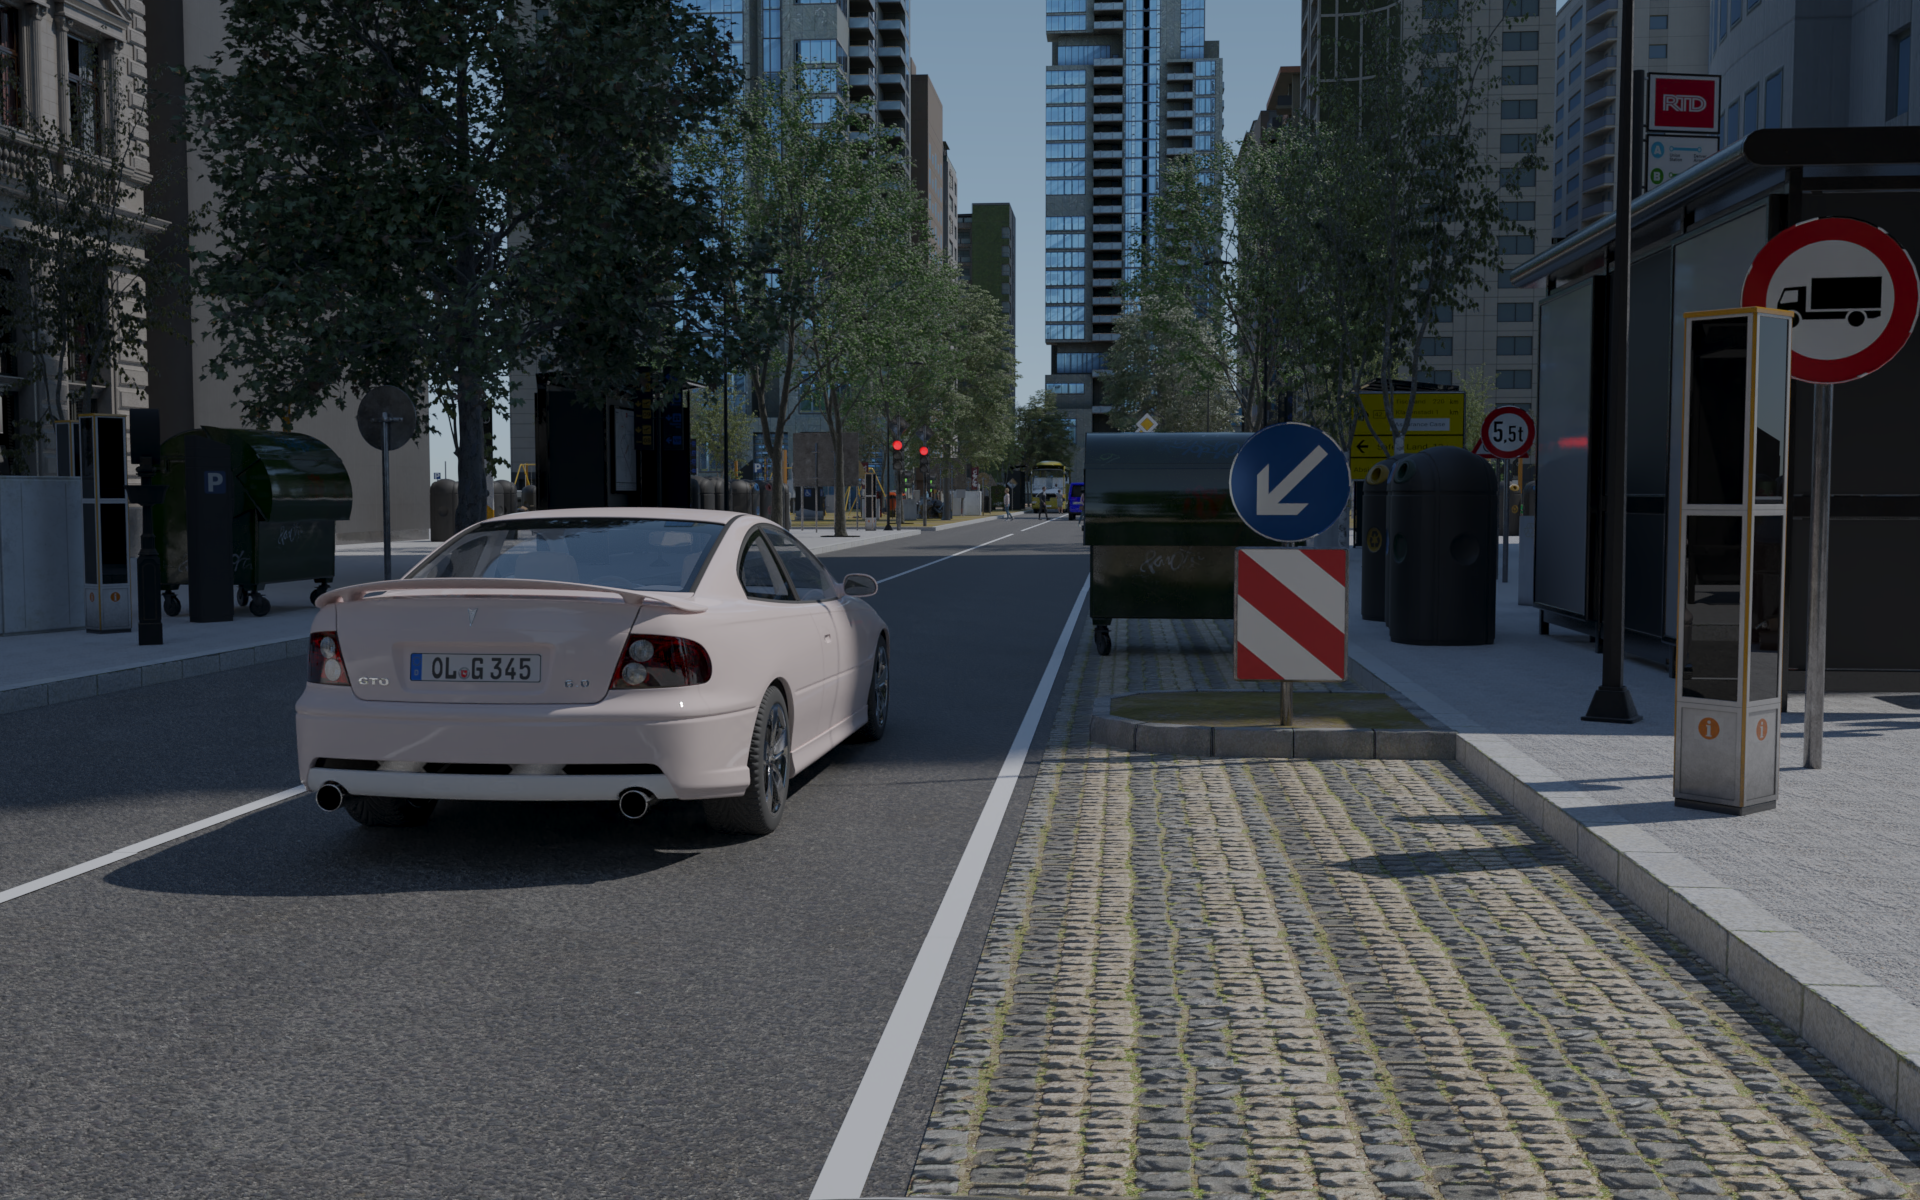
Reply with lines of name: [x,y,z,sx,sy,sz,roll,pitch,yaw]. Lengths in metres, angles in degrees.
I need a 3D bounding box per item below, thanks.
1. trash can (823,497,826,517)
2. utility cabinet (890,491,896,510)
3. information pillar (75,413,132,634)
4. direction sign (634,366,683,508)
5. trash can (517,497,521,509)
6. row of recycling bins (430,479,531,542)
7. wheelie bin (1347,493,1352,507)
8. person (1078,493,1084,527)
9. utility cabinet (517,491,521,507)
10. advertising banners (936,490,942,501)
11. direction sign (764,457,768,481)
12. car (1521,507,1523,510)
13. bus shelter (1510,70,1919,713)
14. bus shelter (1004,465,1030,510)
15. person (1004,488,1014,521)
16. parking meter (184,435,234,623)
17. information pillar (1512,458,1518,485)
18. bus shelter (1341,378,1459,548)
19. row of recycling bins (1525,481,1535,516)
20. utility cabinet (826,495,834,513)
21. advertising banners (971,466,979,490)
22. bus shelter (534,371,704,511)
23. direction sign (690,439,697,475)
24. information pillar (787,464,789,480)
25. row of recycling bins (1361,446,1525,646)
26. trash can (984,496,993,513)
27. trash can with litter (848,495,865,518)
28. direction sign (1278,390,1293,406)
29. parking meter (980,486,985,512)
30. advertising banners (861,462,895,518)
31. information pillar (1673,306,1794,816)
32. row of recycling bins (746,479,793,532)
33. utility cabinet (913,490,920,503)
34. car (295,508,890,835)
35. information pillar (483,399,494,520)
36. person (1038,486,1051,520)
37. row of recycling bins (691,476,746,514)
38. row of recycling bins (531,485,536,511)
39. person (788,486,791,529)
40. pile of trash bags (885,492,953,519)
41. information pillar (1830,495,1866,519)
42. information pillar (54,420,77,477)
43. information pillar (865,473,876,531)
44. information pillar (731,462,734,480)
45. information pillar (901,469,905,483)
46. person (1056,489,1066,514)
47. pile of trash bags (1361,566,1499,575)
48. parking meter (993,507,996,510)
trash can: [-7.736,-5.130,95.528,0.748,1.137,0.748,0,3,0]
utility cabinet: [-4.340,-6.489,114.771,0.318,1.500,1.173,-2,4,-25]
information pillar: [-7.883,-0.703,15.980,0.304,2.012,0.304,3,4,38]
direction sign: [-5.332,-2.366,30.673,0.876,3.537,0.379,0,4,3]
trash can: [-21.767,-4.534,85.780,0.748,1.137,0.748,0,3,0]
row of recycling bins: [-13.364,-2.494,47.897,1.069,1.692,3.534,1,4,18]
wheelie bin: [12.833,-3.102,58.619,0.980,1.594,0.693,-2,4,-33]
person: [5.416,-4.049,75.299,0.593,1.750,0.643,-2,4,-26]
utility cabinet: [-28.983,-6.384,113.054,1.173,1.500,0.318,2,4,29]
advertising banners: [-0.863,-8.277,131.515,2.074,3.025,0.090,1,4,15]
direction sign: [-11.846,-6.959,105.774,0.379,3.537,0.876,1,4,8]
car: [21.879,-3.205,61.192,4.718,1.807,1.959,0,4,7]
bus shelter: [5.961,-2.236,14.189,2.179,5.291,8.768,0,4,5]
bus shelter: [4.648,-9.150,140.879,1.731,3.624,6.357,0,4,5]
person: [2.593,-5.059,91.886,0.598,1.740,0.731,-1,4,-17]
parking meter: [-7.520,-0.714,17.382,0.255,1.863,0.399,3,4,37]
information pillar: [33.272,-6.863,103.559,0.504,3.616,0.183,0,4,-3]
bus shelter: [9.532,-2.854,37.952,1.731,3.624,6.357,0,4,6]
row of recycling bins: [18.086,-2.810,53.064,3.534,1.692,1.069,0,4,6]
utility cabinet: [-8.665,-6.529,117.909,1.020,1.237,0.306,2,4,35]
advertising banners: [0.215,-6.920,109.336,2.074,3.025,0.090,1,4,13]
bus shelter: [-6.573,-2.629,34.274,1.731,3.624,6.357,0,4,6]
direction sign: [-11.179,-4.808,70.608,0.876,3.537,0.379,-1,4,-11]
information pillar: [-13.218,-8.669,133.099,0.183,3.616,0.504,0,4,6]
row of recycling bins: [4.401,-0.560,16.273,1.069,1.692,3.534,1,4,8]
trash can: [2.262,-7.492,134.145,0.748,1.137,0.748,0,3,0]
trash can with litter: [-5.181,-4.965,92.240,1.678,1.210,2.233,-1,4,-18]
direction sign: [7.102,-2.807,37.886,0.379,3.537,0.876,2,4,30]
parking meter: [1.576,-7.160,122.769,0.399,1.863,0.255,3,5,42]
advertising banners: [-4.481,-6.024,94.679,2.074,3.025,0.090,0,4,4]
information pillar: [3.132,-0.155,7.029,0.304,2.012,0.304,-3,4,-38]
row of recycling bins: [-5.866,-2.554,48.863,1.069,1.692,3.534,1,4,14]
utility cabinet: [-2.449,-5.394,96.864,0.318,1.500,1.173,0,4,-7]
car: [-1.531,0.221,8.743,2.083,1.381,4.827,0,4,7]
information pillar: [-11.358,-3.055,41.306,0.504,3.616,0.183,0,4,-2]
person: [4.636,-5.321,95.269,0.755,1.850,0.659,3,4,37]
row of recycling bins: [-5.919,-1.978,39.450,1.069,1.692,3.534,0,4,7]
row of recycling bins: [-18.492,-4.446,79.798,3.534,1.692,1.069,-3,5,-42]
person: [-6.603,-3.457,65.205,0.511,1.800,0.466,3,4,36]
pile of trash bags: [-2.175,-4.878,89.501,3.447,1.369,1.912,-1,4,-16]
information pillar: [8.656,-0.758,16.892,0.304,2.012,0.304,2,4,31]
information pillar: [-8.835,-0.789,17.393,0.304,2.012,0.304,2,4,35]
information pillar: [-3.114,-3.420,60.401,0.304,2.012,0.304,2,4,23]
information pillar: [-16.680,-8.299,127.048,0.183,3.616,0.504,0,4,5]
information pillar: [-4.494,-8.856,136.157,0.183,3.616,0.504,-3,5,-44]
person: [7.298,-7.103,124.990,0.716,1.782,0.532,0,4,8]
pile of trash bags: [8.115,-1.178,29.005,1.912,1.369,3.447,0,4,-7]
parking meter: [2.680,-7.962,138.585,0.372,1.533,0.369,0,3,0]
